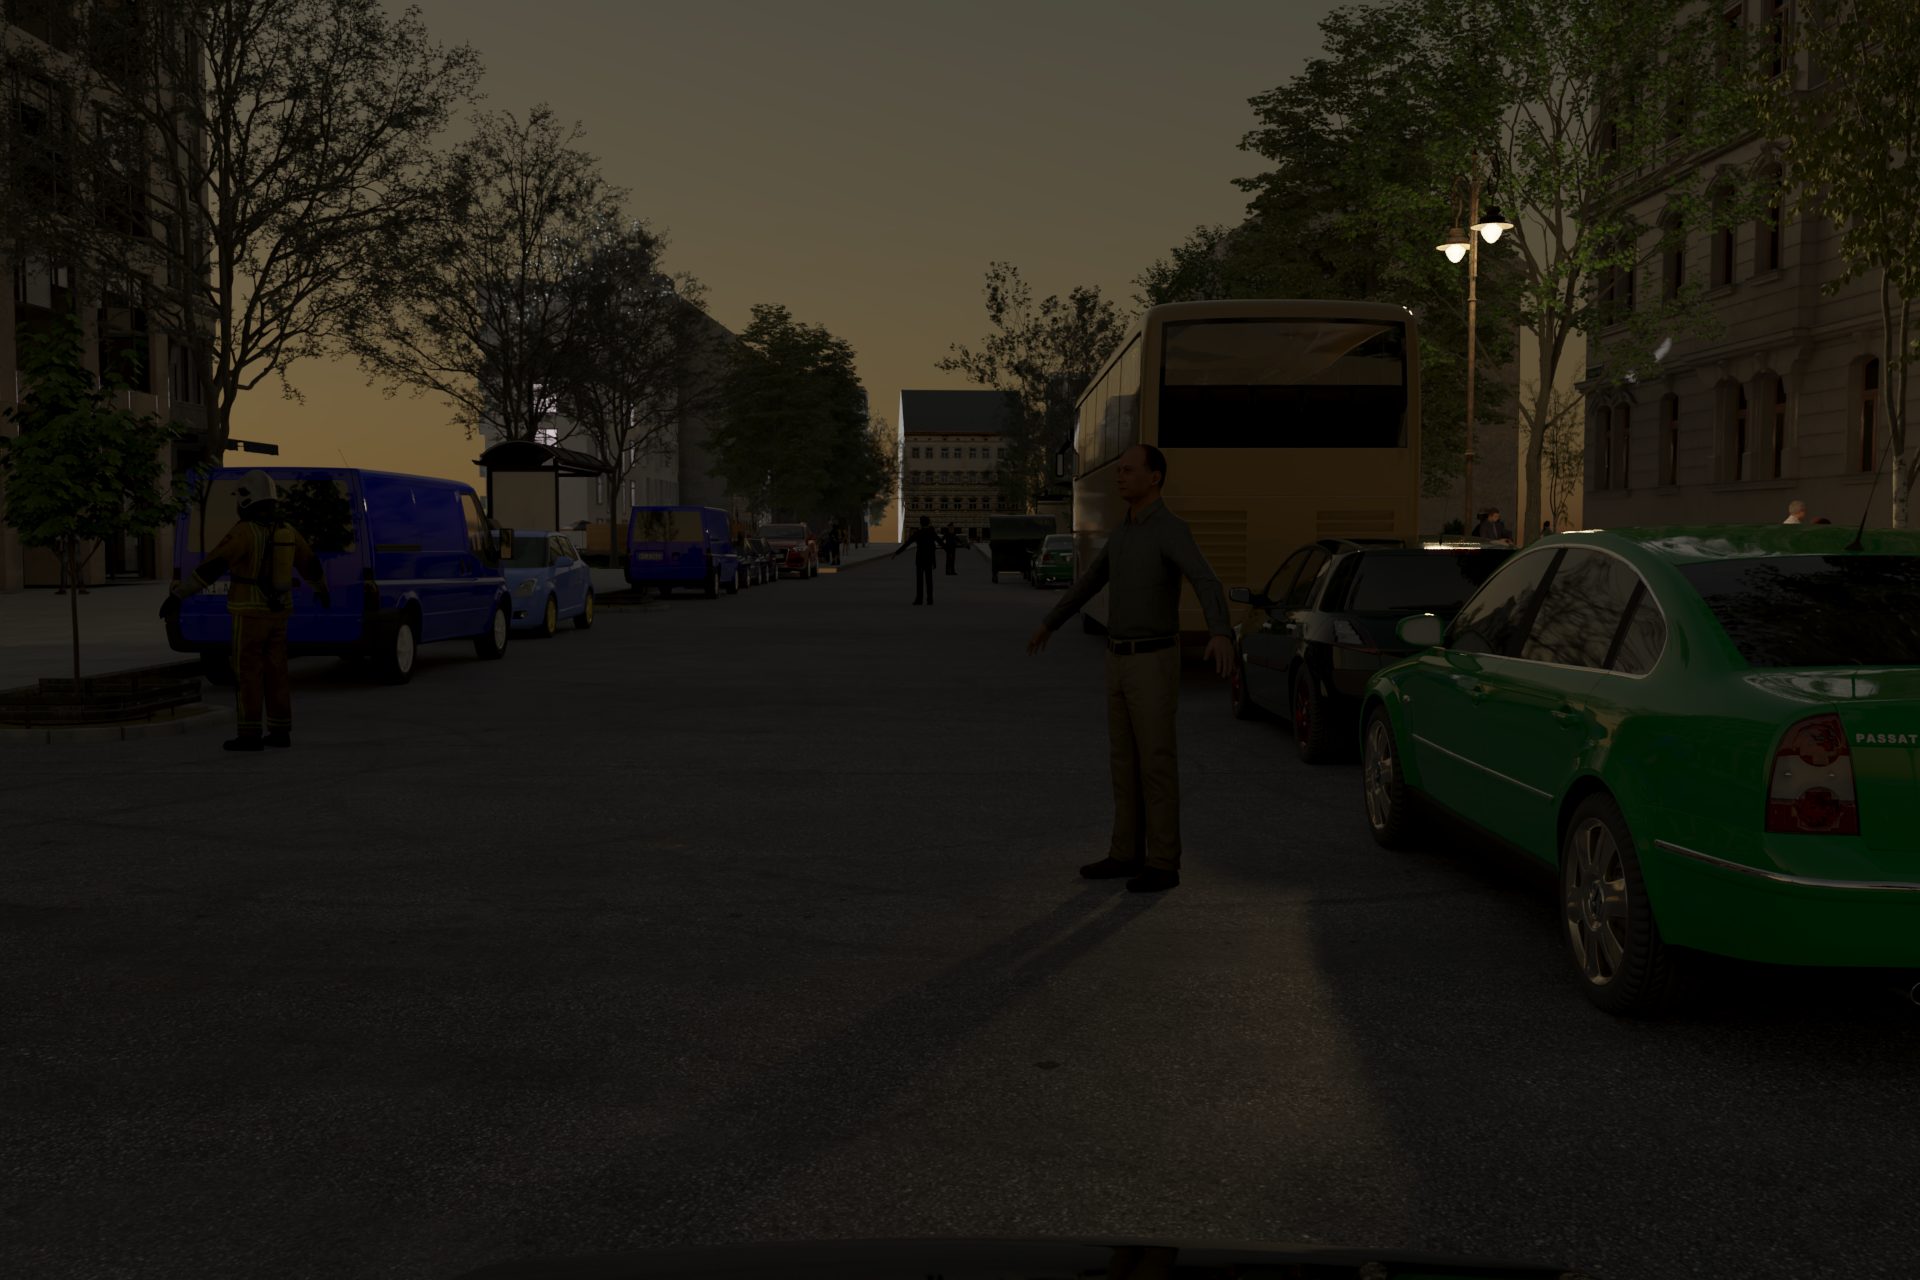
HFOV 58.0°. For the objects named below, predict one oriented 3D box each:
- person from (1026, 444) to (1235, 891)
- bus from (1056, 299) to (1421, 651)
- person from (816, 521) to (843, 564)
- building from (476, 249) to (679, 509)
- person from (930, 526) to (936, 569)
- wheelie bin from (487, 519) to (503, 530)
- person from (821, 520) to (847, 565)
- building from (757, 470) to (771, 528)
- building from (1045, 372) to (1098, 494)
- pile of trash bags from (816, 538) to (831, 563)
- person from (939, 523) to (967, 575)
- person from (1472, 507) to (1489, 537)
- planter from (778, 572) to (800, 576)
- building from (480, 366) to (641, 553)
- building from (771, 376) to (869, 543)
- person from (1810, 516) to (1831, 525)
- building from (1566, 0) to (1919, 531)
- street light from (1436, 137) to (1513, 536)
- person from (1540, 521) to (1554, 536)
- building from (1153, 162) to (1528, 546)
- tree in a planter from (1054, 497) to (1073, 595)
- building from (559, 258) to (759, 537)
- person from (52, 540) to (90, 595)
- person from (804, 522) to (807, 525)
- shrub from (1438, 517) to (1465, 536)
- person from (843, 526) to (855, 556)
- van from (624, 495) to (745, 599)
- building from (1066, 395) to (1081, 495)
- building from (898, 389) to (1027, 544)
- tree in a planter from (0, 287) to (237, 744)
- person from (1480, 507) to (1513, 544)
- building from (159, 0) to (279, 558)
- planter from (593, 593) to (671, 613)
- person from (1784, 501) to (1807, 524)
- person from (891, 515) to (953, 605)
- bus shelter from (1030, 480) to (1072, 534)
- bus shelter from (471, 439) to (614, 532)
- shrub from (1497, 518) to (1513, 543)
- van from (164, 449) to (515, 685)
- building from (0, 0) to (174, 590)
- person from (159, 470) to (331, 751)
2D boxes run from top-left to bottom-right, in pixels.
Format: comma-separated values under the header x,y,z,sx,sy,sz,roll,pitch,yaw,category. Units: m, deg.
x,y,z,sx,sy,sz,roll,pitch,yaw,category
0.723,0.100,7.090,0.705,1.796,1.348,-2,4,-30,person
2.931,-1.840,21.631,2.896,3.916,12.252,0,4,0,bus
-5.501,-4.141,73.565,1.347,1.847,0.705,0,4,-2,person
-25.896,-15.881,116.076,16.016,20.090,11.380,0,4,-1,building
-1.194,-3.770,70.823,1.216,1.740,0.721,-2,4,-32,person
-9.661,-1.705,35.789,0.693,1.594,0.980,0,4,1,wheelie bin
-5.124,-3.997,71.136,0.705,1.856,1.354,3,5,44,person
-26.181,-15.759,199.814,9.099,9.664,28.070,0,4,0,building
25.390,-23.929,235.208,27.936,21.610,32.646,0,3,0,building
-6.662,-4.050,75.977,1.912,1.369,3.447,0,4,2,pile of trash bags
-0.305,-3.185,60.472,0.705,1.837,1.347,3,5,44,person
11.041,-1.881,36.615,0.704,1.845,1.351,-2,4,-23,person
-6.465,-2.403,60.421,1.991,0.319,1.994,0,4,1,planter
-22.769,-9.640,99.762,9.099,9.664,28.070,0,4,1,building
-27.190,-24.040,237.034,27.936,21.610,32.646,0,3,0,building
7.588,-0.378,15.397,0.989,1.438,0.599,-1,4,-13,person
24.777,-15.454,40.061,14.401,28.519,23.554,0,4,0,building
6.111,-2.932,20.726,0.468,5.910,1.993,0,4,0,street light
19.715,-3.128,57.980,0.721,1.735,1.217,-2,4,-25,person
22.379,-16.866,106.680,19.493,23.208,18.063,0,4,0,building
3.259,-2.703,41.409,1.991,3.239,1.994,0,4,1,tree in a planter
-26.766,-18.987,141.366,19.493,23.208,18.063,0,4,0,building
-18.844,-1.880,36.650,0.709,1.838,0.599,-3,4,-37,person
-7.300,-4.611,81.366,0.705,1.833,1.349,1,4,22,person
22.850,-4.639,79.885,1.661,2.075,1.752,0,3,0,shrub
-6.691,-5.812,101.825,1.217,1.733,0.721,2,4,29,person
-6.272,-2.166,39.791,2.240,2.365,5.245,0,4,0,van
22.451,-22.984,206.715,19.493,23.208,18.063,0,4,0,building
0.076,-26.238,262.382,18.063,23.208,19.493,0,4,-4,building
-6.539,-0.949,12.734,1.991,3.239,1.994,0,4,1,tree in a planter
9.912,-1.549,31.825,0.683,1.767,0.568,-2,4,-33,person
-30.501,-18.780,53.165,12.429,33.558,17.177,0,4,0,building
-6.479,-0.688,32.381,1.991,0.319,1.994,0,4,0,planter
10.839,-0.946,22.443,0.436,1.711,0.756,1,4,20,person
-0.733,-1.618,35.094,1.347,1.806,0.705,-2,4,-24,person
3.922,-4.512,67.687,2.014,3.302,5.546,0,4,-1,bus shelter
-9.477,-2.811,39.886,2.014,3.302,5.546,0,4,-1,bus shelter
20.042,-3.752,65.382,1.661,2.075,1.752,0,3,0,shrub
-6.192,-0.839,18.109,2.240,2.365,5.245,0,4,0,van
-29.835,-13.696,27.128,19.350,26.588,34.151,0,4,-1,building
-4.691,-0.204,11.555,0.705,1.858,1.354,2,4,27,person
